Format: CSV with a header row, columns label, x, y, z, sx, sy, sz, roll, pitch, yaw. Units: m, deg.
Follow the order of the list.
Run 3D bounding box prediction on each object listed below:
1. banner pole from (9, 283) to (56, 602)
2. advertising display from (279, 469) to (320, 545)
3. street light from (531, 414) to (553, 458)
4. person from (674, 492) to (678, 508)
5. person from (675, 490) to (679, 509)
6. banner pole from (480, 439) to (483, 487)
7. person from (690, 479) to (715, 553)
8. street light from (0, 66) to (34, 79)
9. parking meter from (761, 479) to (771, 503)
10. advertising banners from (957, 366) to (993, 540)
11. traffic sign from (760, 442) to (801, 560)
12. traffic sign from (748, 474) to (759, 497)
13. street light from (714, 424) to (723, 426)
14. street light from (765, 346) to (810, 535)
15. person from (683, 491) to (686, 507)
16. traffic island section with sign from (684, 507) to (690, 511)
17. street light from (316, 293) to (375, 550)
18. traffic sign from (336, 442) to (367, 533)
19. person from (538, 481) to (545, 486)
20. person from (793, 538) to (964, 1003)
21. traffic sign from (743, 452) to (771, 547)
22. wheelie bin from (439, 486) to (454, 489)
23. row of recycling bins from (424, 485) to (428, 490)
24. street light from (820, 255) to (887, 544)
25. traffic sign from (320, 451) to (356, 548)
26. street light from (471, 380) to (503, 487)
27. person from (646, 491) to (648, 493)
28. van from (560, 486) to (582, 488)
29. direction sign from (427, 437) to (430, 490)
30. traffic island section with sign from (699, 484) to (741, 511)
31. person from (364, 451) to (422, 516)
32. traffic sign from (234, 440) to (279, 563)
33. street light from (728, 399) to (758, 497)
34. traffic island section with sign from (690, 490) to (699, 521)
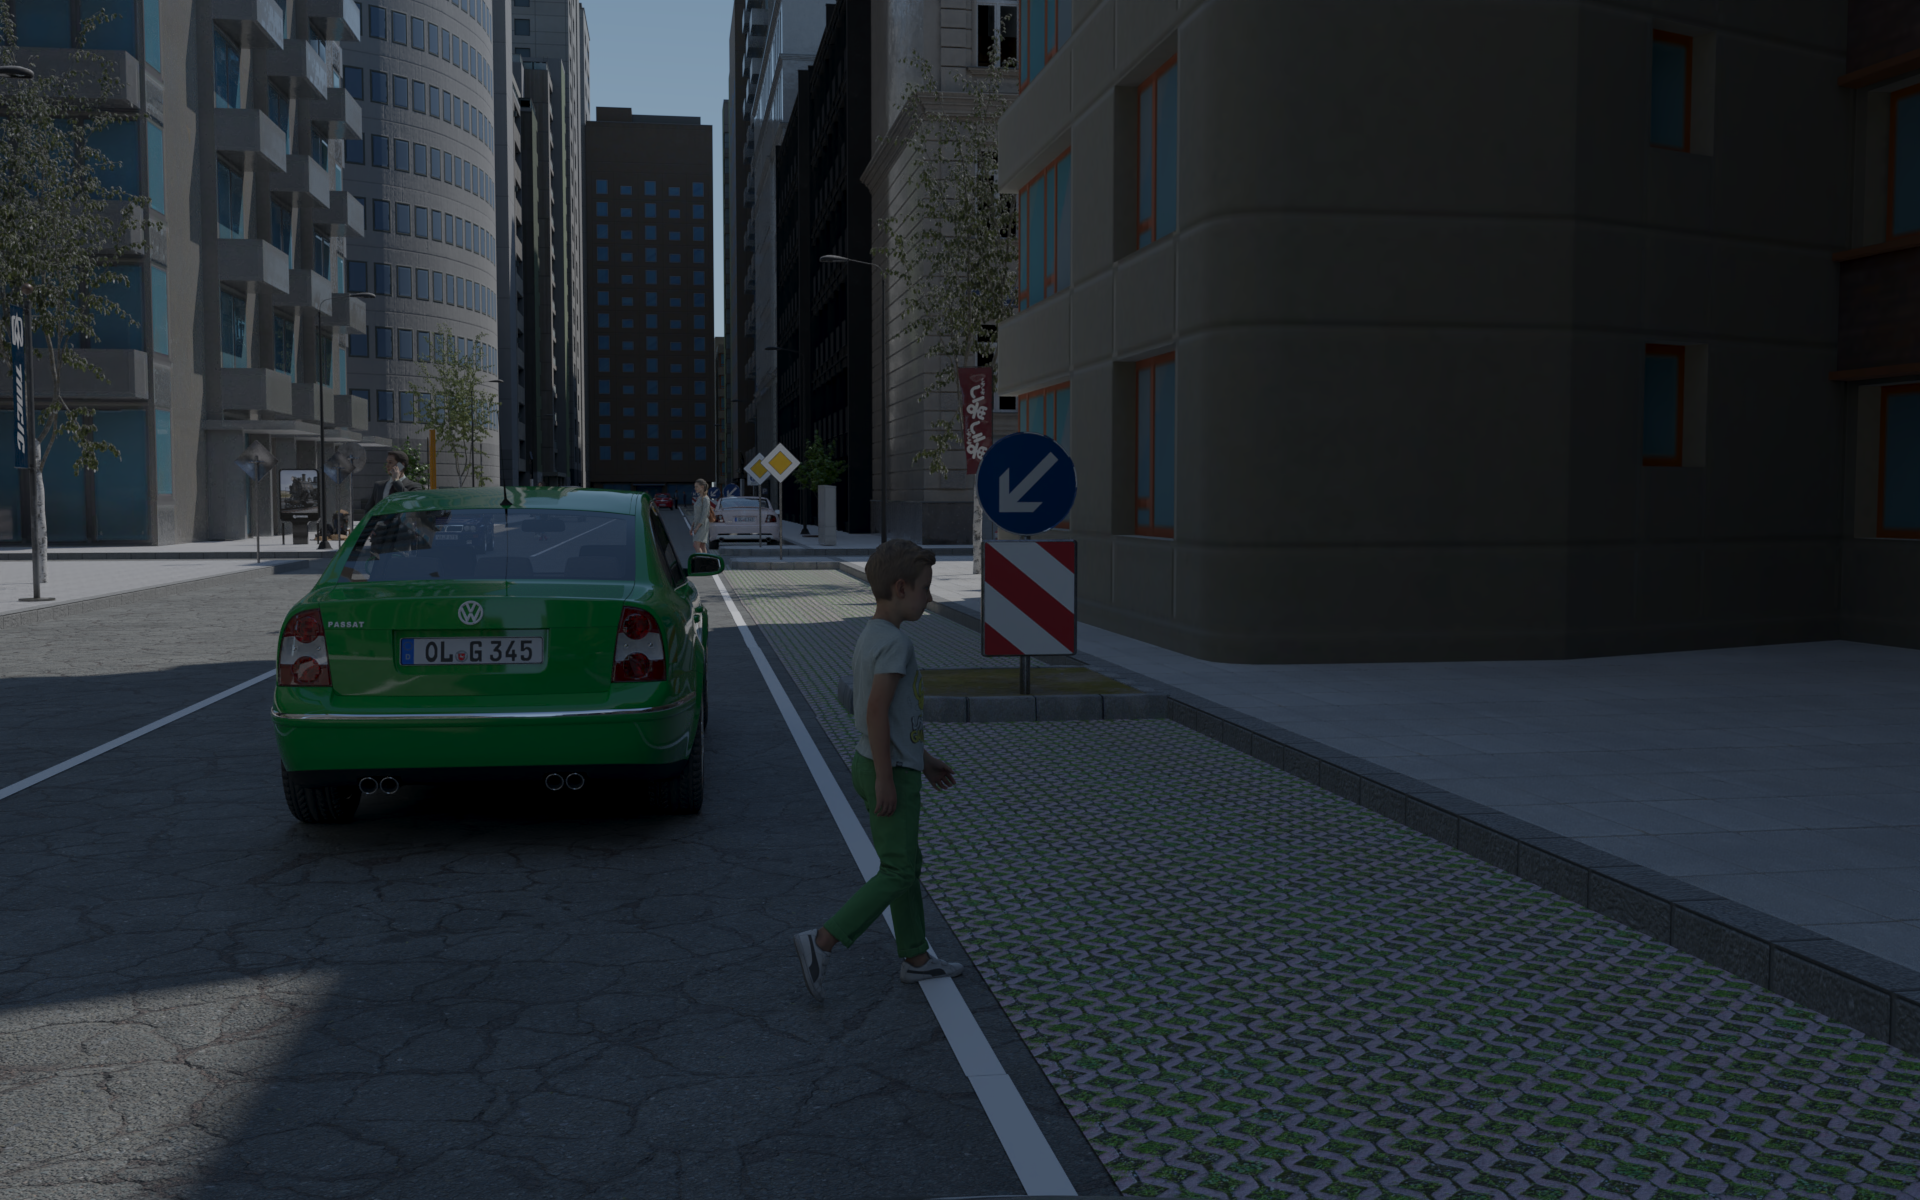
label,x,y,z,sx,sy,sz,roll,pitch,yaw
banner pole,-11.048,-1.863,20.476,0.401,3.779,0.863,-1,4,-11
advertising display,-16.797,-2.377,44.071,0.974,1.923,0.123,0,4,-7
street light,-24.404,-7.861,101.072,1.470,5.913,1.316,-1,4,-9
person,-29.042,-10.258,177.136,0.541,1.710,0.530,-2,4,-27
person,-27.074,-9.610,165.605,0.705,1.826,1.348,0,4,-1
banner pole,-21.816,-5.444,79.020,0.401,3.779,0.863,-1,4,-19
person,-4.631,-1.317,31.029,0.522,1.701,0.512,-2,4,-30
street light,-10.757,-2.834,18.880,1.470,5.913,1.316,-1,4,-9
parking meter,-7.687,-3.829,68.309,0.399,1.863,0.255,0,4,7
advertising banners,0.919,-1.670,23.489,2.074,3.025,0.090,2,4,23
traffic sign,-3.499,-1.843,33.770,0.795,2.450,0.064,-1,4,-9
traffic sign,-9.923,-4.969,83.376,0.606,2.300,0.079,0,4,-5
street light,-15.678,-8.736,115.367,1.470,5.913,1.316,-1,4,-9
street light,-5.453,-5.026,54.722,1.470,5.913,1.316,-1,4,-9
person,-28.016,-10.201,176.210,0.530,1.710,0.541,1,4,18
traffic island section with sign,-21.527,-8.182,142.399,1.989,1.847,2.006,-1,4,-9
street light,-14.191,-4.129,40.050,1.470,5.913,1.316,-1,4,-9
traffic sign,-14.840,-2.575,42.211,0.768,2.556,0.104,0,4,-3
person,-12.903,-2.743,53.353,0.555,1.821,0.388,0,4,-4
person,-0.233,0.476,4.973,0.590,1.304,0.306,-2,4,-34
traffic sign,-4.809,-2.324,41.647,0.795,2.450,0.064,-1,4,-9
wheelie bin,-21.264,-3.898,71.641,0.980,1.594,0.693,-3,4,-39
row of recycling bins,-24.620,-4.302,77.458,1.069,1.692,3.534,-3,5,-44
street light,-2.033,-3.757,33.964,1.470,5.913,1.316,-1,4,-9
traffic sign,-14.376,-2.229,40.083,0.795,2.450,0.064,-1,4,-9
street light,-19.239,-5.984,70.376,1.470,5.913,1.316,-1,4,-9
person,-26.096,-8.245,144.244,0.436,1.711,0.756,0,4,7
van,-20.288,-5.053,89.628,2.013,2.044,4.112,-1,4,-8
direction sign,-21.288,-4.732,69.372,0.379,3.537,0.876,-1,4,-16
traffic island section with sign,-8.870,-3.531,66.358,1.989,1.847,2.006,-1,4,-9
person,-6.175,-0.668,18.786,0.648,1.900,0.474,0,4,-8
traffic sign,-13.066,-1.747,32.206,0.795,2.450,0.064,-1,4,-9
street light,-10.543,-6.893,85.247,1.470,5.913,1.316,-1,4,-9
traffic island section with sign,-13.339,-5.169,93.141,1.989,1.847,2.006,-1,4,-9
